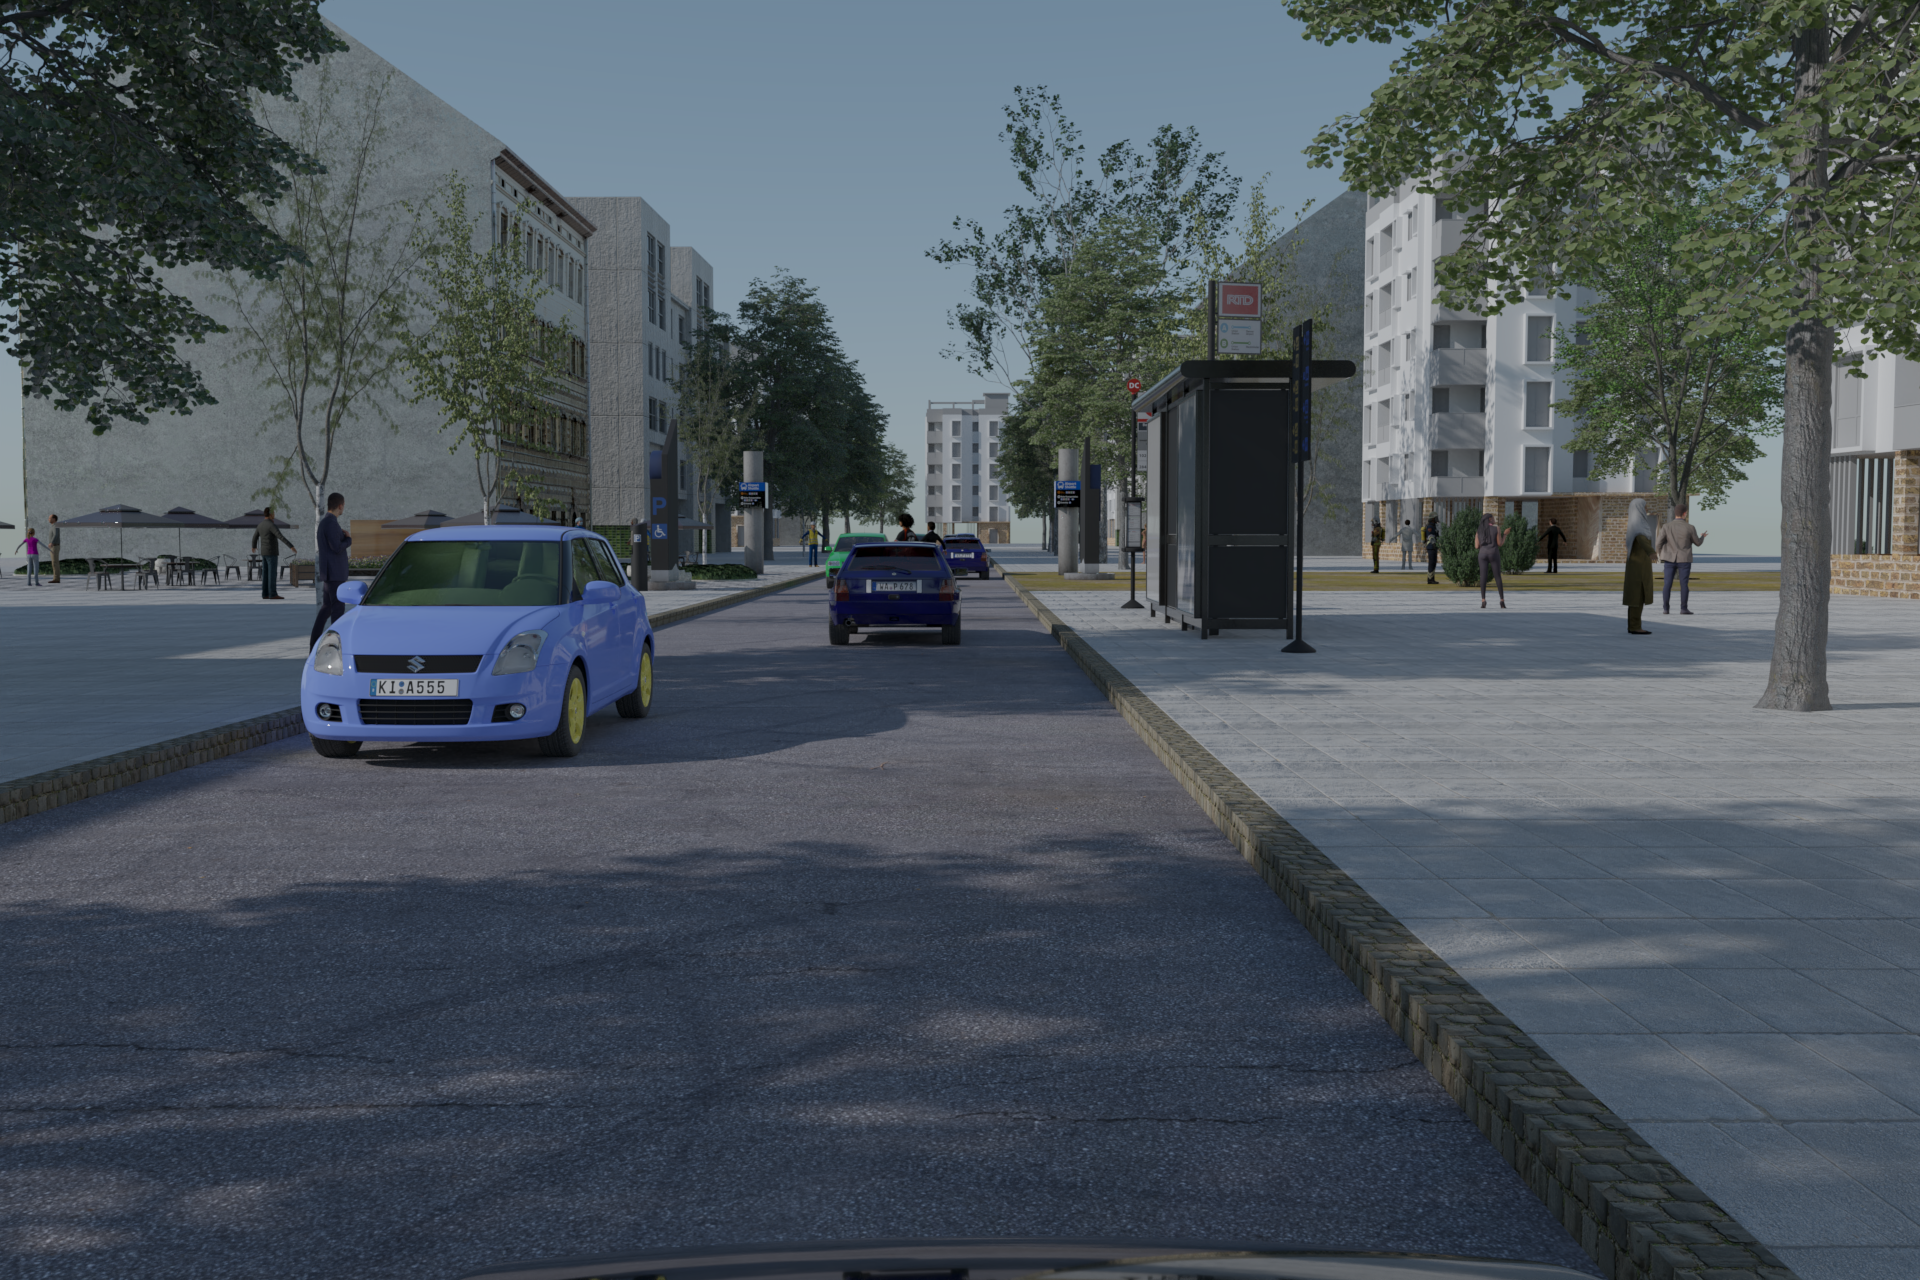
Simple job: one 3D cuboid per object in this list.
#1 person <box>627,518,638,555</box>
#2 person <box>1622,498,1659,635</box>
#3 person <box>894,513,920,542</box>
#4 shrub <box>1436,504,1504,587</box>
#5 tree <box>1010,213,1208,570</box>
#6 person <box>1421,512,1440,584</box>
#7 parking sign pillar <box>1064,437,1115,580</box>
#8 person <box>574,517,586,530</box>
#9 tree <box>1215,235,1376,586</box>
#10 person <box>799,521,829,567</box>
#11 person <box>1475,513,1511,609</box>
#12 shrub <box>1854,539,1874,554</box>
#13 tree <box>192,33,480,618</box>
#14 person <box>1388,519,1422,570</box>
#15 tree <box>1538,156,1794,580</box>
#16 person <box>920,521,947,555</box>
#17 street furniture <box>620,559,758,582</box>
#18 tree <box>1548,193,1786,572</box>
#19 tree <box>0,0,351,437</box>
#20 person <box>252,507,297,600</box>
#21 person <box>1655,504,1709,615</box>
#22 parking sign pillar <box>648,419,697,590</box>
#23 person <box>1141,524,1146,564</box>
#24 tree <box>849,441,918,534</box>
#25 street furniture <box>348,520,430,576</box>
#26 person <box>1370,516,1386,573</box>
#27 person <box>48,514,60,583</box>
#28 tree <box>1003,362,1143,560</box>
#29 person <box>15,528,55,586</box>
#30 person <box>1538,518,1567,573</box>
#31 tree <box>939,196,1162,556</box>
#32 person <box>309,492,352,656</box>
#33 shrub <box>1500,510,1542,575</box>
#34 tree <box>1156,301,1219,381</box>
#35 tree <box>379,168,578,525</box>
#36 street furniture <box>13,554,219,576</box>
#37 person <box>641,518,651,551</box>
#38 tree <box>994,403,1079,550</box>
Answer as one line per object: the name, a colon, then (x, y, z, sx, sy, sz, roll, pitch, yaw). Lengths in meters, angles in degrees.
person: (-10.716, -3.111, 56.998, 0.705, 1.813, 1.348, -1, 4, -22)
person: (8.774, -0.943, 22.194, 0.721, 1.736, 1.217, 1, 4, 12)
person: (-1.078, -1.514, 33.362, 0.704, 1.843, 1.345, 2, 4, 33)
shrub: (12.367, -2.296, 41.962, 1.690, 2.028, 1.600, 0, 3, 0)
tree: (5.502, -8.809, 62.153, 7.486, 12.596, 7.792, 0, 3, 0)
person: (12.107, -2.353, 44.256, 0.705, 1.856, 1.354, 1, 4, 18)
parking sign pillar: (3.655, -3.686, 48.732, 1.447, 3.967, 1.447, 0, 4, -1)
person: (-12.223, -3.036, 55.771, 0.704, 1.817, 1.347, 3, 4, 38)
tree: (8.523, -5.633, 42.459, 4.360, 8.622, 3.978, 0, 3, 0)
person: (-5.671, -3.718, 67.252, 1.216, 1.772, 0.721, -2, 4, -25)
person: (9.179, -1.368, 29.875, 0.593, 1.643, 0.415, -1, 4, -17)
shrub: (25.386, -2.317, 49.006, 1.383, 1.207, 1.383, 0, 3, 0)
tree: (-9.859, -4.627, 26.021, 4.360, 8.622, 3.978, 0, 3, 0)
person: (16.116, -3.437, 62.383, 1.347, 1.806, 0.705, 1, 4, 19)
tree: (20.197, -7.501, 48.389, 9.928, 11.665, 9.643, 0, 3, 0)
person: (-0.763, -1.999, 41.870, 1.216, 1.740, 0.721, -3, 5, -43)
street furniture: (-8.950, -1.913, 46.897, 5.734, 0.657, 10.072, 1, 4, 13)
tree: (23.834, -8.562, 58.109, 7.486, 12.596, 7.792, 0, 3, 0)
tree: (-9.824, -6.633, 15.099, 9.857, 13.997, 8.962, 0, 3, 0)
person: (-13.530, -1.710, 34.017, 1.348, 1.821, 0.705, 2, 4, 33)
person: (11.561, -1.294, 27.732, 0.617, 1.759, 0.750, 3, 5, 44)
parking sign pillar: (-6.837, -3.155, 40.059, 1.447, 3.967, 1.447, 0, 4, 1)
person: (7.953, -4.140, 74.493, 1.217, 1.733, 0.721, -2, 4, -34)
tree: (-10.512, -20.036, 234.235, 9.857, 13.997, 8.962, 0, 3, 0)
street furniture: (-18.099, -2.971, 55.429, 9.812, 1.723, 11.010, 0, 4, -6)
person: (13.626, -3.124, 56.845, 0.705, 1.858, 1.354, 1, 4, 15)
person: (-23.619, -2.376, 45.127, 0.705, 1.796, 1.348, -2, 4, -28)
tree: (6.214, -9.348, 87.253, 8.767, 10.594, 7.601, 0, 4, 8)
person: (-22.861, -2.049, 42.764, 0.991, 1.433, 0.599, 0, 4, 2)
person: (19.298, -3.075, 56.460, 1.347, 1.806, 0.705, -2, 4, -24)
tree: (5.176, -14.910, 99.667, 12.611, 20.169, 13.585, 0, 3, 0)
person: (-6.472, -0.669, 17.906, 0.530, 1.710, 0.541, -1, 4, -20)
shrub: (17.373, -3.053, 54.335, 1.690, 2.028, 1.600, 0, 3, 0)
tree: (7.951, -6.365, 54.436, 4.737, 8.622, 4.395, 0, 3, 0)
tree: (-9.628, -5.186, 35.155, 4.737, 8.622, 4.395, 0, 3, 0)
street furniture: (-28.113, -2.580, 57.804, 5.734, 0.657, 10.072, -1, 4, -16)
person: (-11.148, -3.381, 61.254, 1.349, 1.833, 0.705, 3, 5, 44)
tree: (6.373, -13.515, 139.093, 7.486, 12.596, 7.792, 0, 3, 0)
